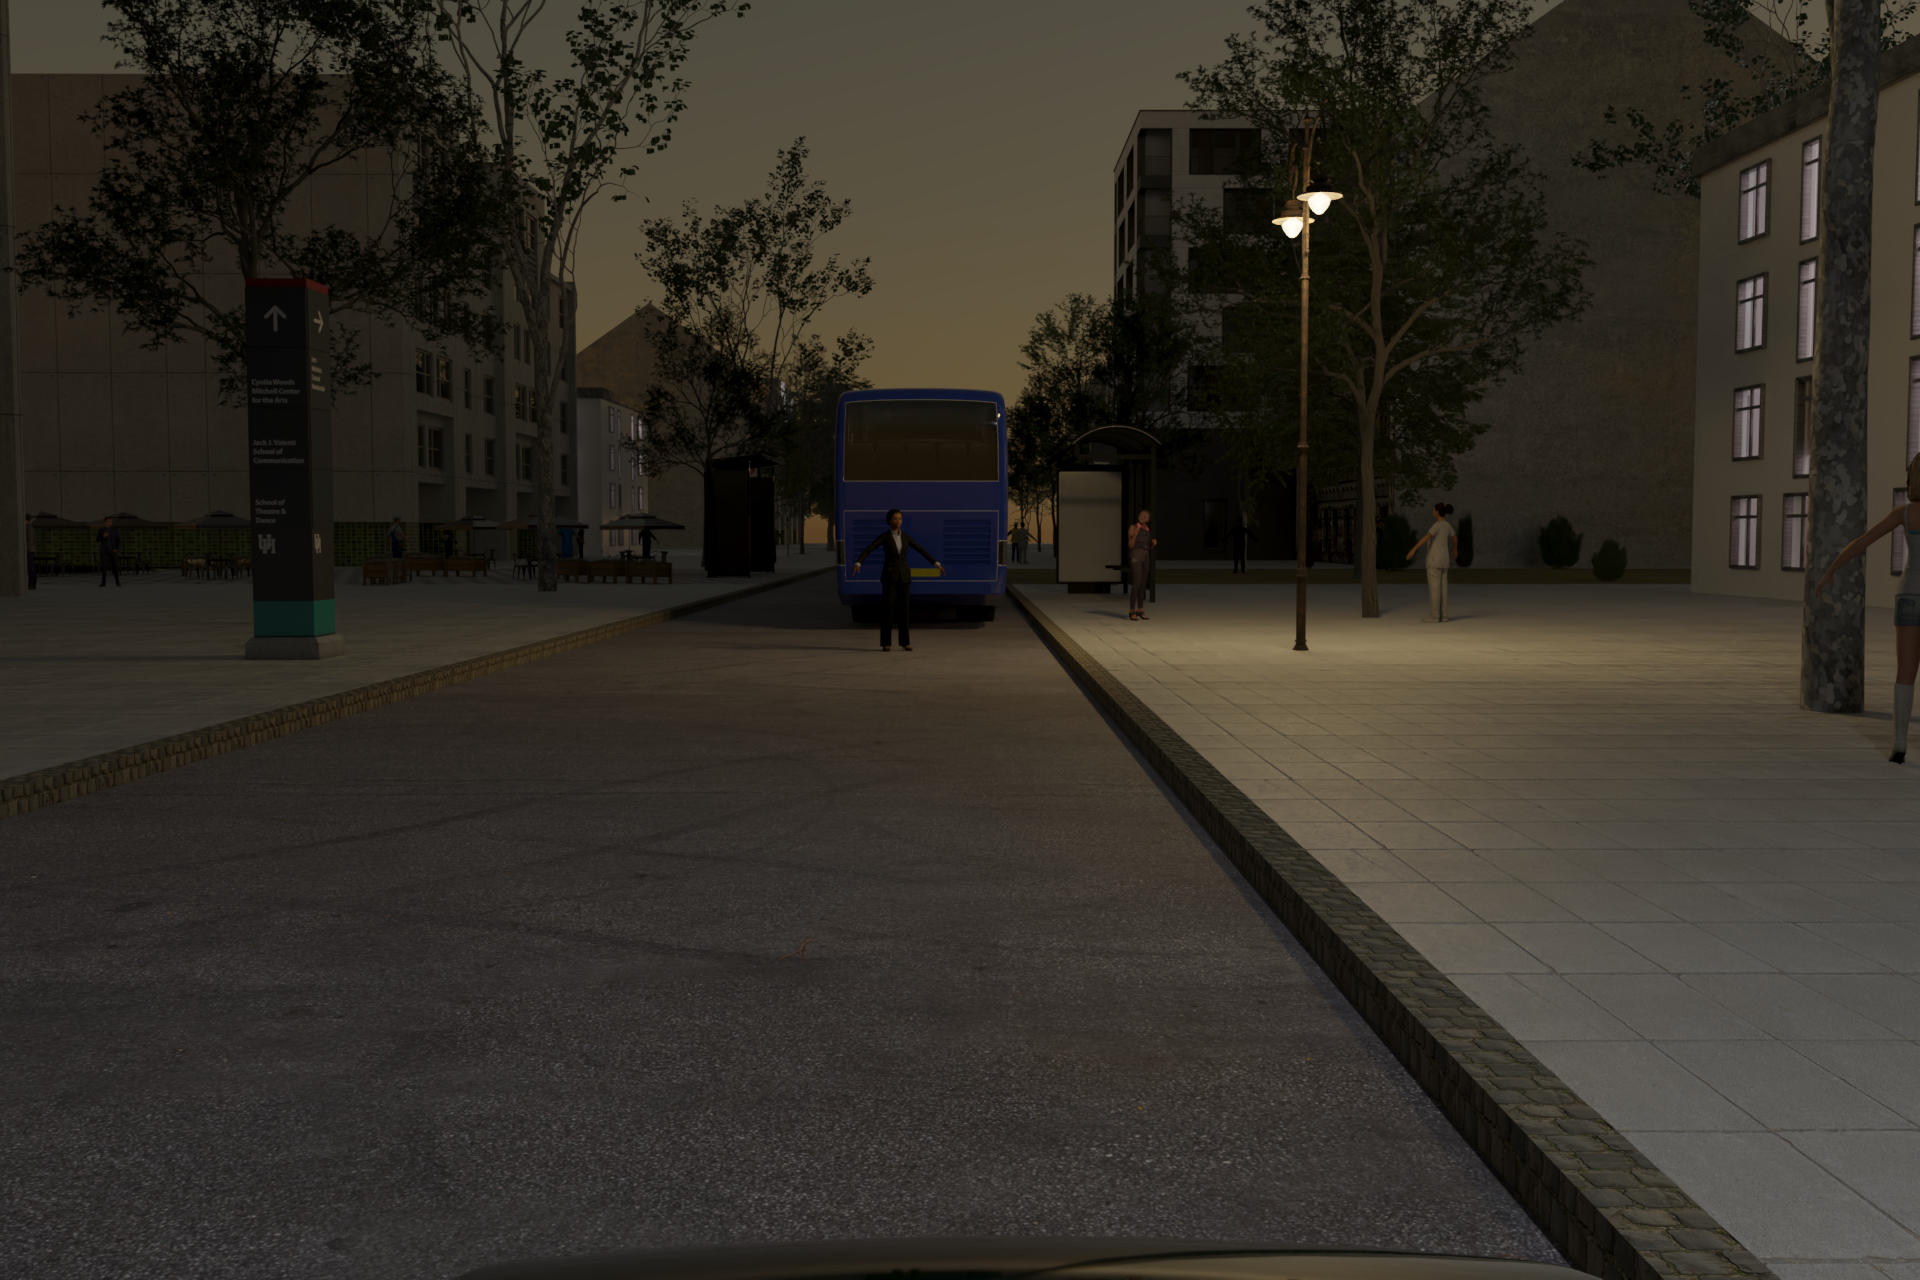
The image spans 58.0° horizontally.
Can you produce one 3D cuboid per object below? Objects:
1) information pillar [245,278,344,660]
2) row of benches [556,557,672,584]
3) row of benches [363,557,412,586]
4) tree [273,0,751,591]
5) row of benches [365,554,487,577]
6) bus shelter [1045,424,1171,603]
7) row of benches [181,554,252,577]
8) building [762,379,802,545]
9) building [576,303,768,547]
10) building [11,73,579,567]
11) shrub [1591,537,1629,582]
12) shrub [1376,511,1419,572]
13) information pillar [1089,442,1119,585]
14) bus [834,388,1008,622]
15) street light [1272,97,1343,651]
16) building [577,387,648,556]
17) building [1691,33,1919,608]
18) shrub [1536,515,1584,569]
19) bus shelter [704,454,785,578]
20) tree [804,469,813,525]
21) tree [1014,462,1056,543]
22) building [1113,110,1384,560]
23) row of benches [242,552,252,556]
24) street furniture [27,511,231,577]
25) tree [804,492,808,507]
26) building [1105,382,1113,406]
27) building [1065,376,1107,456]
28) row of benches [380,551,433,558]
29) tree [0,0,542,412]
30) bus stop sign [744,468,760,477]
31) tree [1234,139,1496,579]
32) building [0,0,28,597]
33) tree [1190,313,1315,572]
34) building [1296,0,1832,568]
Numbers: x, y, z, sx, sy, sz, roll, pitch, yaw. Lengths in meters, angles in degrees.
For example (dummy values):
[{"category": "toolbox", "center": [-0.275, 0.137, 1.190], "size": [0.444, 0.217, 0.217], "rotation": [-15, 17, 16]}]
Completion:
[{"category": "information pillar", "center": [-6.906, -1.744, 17.894], "size": [0.750, 3.857, 0.750], "rotation": [0, 4, -1]}, {"category": "row of benches", "center": [-9.284, -1.843, 45.601], "size": [4.104, 0.672, 1.422], "rotation": [2, 4, 35]}, {"category": "row of benches", "center": [-14.833, -1.800, 44.900], "size": [1.422, 0.672, 4.104], "rotation": [-1, 4, -9]}, {"category": "tree", "center": [-10.519, -11.112, 37.568], "size": [12.611, 20.169, 13.585], "rotation": [0, 3, 0]}, {"category": "row of benches", "center": [-16.314, -2.274, 52.646], "size": [4.104, 0.672, 1.422], "rotation": [1, 4, 20]}, {"category": "bus shelter", "center": [2.875, -2.500, 34.791], "size": [2.014, 3.302, 5.546], "rotation": [0, 4, 0]}, {"category": "row of benches", "center": [-21.737, -2.321, 53.405], "size": [4.104, 0.672, 1.422], "rotation": [-2, 4, -31]}, {"category": "building", "center": [-29.001, -21.117, 211.713], "size": [16.747, 18.905, 31.486], "rotation": [0, 4, 0]}, {"category": "building", "center": [-29.564, -20.985, 174.039], "size": [19.493, 23.208, 18.063], "rotation": [0, 4, -1]}, {"category": "building", "center": [-30.049, -13.223, 82.653], "size": [16.747, 18.905, 31.486], "rotation": [0, 4, 0]}, {"category": "shrub", "center": [17.578, -2.188, 46.889], "size": [1.383, 1.207, 1.383], "rotation": [0, 3, 0]}, {"category": "shrub", "center": [14.908, -3.388, 59.438], "size": [1.661, 2.075, 1.752], "rotation": [0, 3, 0]}, {"category": "information pillar", "center": [3.584, -3.309, 43.484], "size": [0.750, 3.857, 0.750], "rotation": [0, 4, 0]}, {"category": "bus", "center": [-0.629, -2.425, 31.197], "size": [2.896, 3.916, 12.251], "rotation": [0, 4, -1]}, {"category": "street light", "center": [3.762, -2.823, 18.947], "size": [0.468, 5.910, 1.993], "rotation": [0, 4, 0]}, {"category": "building", "center": [-24.816, -10.468, 113.294], "size": [9.099, 9.664, 28.070], "rotation": [0, 4, 1]}, {"category": "building", "center": [20.605, -5.014, 24.131], "size": [9.099, 9.664, 28.070], "rotation": [0, 4, 0]}, {"category": "shrub", "center": [22.067, -3.626, 63.703], "size": [1.690, 2.028, 1.600], "rotation": [0, 3, 0]}, {"category": "bus shelter", "center": [-6.625, -3.824, 53.813], "size": [1.731, 3.624, 6.357], "rotation": [0, 4, 1]}, {"category": "tree", "center": [-24.635, -20.499, 241.806], "size": [9.857, 13.997, 8.962], "rotation": [0, 3, 0]}, {"category": "tree", "center": [10.929, -19.117, 238.321], "size": [9.928, 11.665, 9.643], "rotation": [0, 3, 0]}, {"category": "building", "center": [22.559, -15.665, 100.092], "size": [27.936, 21.610, 32.646], "rotation": [0, 3, 0]}, {"category": "row of benches", "center": [-23.617, -2.719, 59.917], "size": [1.422, 0.672, 4.104], "rotation": [0, 4, 8]}, {"category": "street furniture", "center": [-32.022, -2.737, 49.782], "size": [14.083, 1.986, 27.439], "rotation": [0, 4, 2]}, {"category": "tree", "center": [-21.526, -17.408, 234.989], "size": [4.360, 8.622, 3.978], "rotation": [0, 3, 0]}, {"category": "building", "center": [20.572, -20.021, 183.768], "size": [16.016, 20.090, 11.380], "rotation": [0, 4, 0]}, {"category": "building", "center": [21.741, -22.333, 196.070], "size": [19.493, 23.208, 18.063], "rotation": [0, 4, 0]}, {"category": "row of benches", "center": [-19.634, -2.799, 61.219], "size": [1.422, 0.672, 4.104], "rotation": [0, 4, 2]}, {"category": "tree", "center": [-9.556, -5.516, 24.604], "size": [8.767, 10.594, 7.601], "rotation": [1, 4, 22]}, {"category": "bus stop sign", "center": [-7.128, -4.335, 59.585], "size": [0.855, 3.939, 0.416], "rotation": [0, 4, 0]}, {"category": "tree", "center": [11.263, -8.064, 49.982], "size": [7.486, 12.596, 7.792], "rotation": [0, 3, 0]}, {"category": "building", "center": [-27.595, -9.358, 19.462], "size": [16.747, 18.905, 31.486], "rotation": [0, 3, 0]}, {"category": "tree", "center": [9.897, -6.621, 58.608], "size": [4.737, 8.622, 4.395], "rotation": [0, 3, 0]}, {"category": "building", "center": [25.494, -14.848, 73.699], "size": [19.493, 23.208, 18.063], "rotation": [0, 3, 0]}]
